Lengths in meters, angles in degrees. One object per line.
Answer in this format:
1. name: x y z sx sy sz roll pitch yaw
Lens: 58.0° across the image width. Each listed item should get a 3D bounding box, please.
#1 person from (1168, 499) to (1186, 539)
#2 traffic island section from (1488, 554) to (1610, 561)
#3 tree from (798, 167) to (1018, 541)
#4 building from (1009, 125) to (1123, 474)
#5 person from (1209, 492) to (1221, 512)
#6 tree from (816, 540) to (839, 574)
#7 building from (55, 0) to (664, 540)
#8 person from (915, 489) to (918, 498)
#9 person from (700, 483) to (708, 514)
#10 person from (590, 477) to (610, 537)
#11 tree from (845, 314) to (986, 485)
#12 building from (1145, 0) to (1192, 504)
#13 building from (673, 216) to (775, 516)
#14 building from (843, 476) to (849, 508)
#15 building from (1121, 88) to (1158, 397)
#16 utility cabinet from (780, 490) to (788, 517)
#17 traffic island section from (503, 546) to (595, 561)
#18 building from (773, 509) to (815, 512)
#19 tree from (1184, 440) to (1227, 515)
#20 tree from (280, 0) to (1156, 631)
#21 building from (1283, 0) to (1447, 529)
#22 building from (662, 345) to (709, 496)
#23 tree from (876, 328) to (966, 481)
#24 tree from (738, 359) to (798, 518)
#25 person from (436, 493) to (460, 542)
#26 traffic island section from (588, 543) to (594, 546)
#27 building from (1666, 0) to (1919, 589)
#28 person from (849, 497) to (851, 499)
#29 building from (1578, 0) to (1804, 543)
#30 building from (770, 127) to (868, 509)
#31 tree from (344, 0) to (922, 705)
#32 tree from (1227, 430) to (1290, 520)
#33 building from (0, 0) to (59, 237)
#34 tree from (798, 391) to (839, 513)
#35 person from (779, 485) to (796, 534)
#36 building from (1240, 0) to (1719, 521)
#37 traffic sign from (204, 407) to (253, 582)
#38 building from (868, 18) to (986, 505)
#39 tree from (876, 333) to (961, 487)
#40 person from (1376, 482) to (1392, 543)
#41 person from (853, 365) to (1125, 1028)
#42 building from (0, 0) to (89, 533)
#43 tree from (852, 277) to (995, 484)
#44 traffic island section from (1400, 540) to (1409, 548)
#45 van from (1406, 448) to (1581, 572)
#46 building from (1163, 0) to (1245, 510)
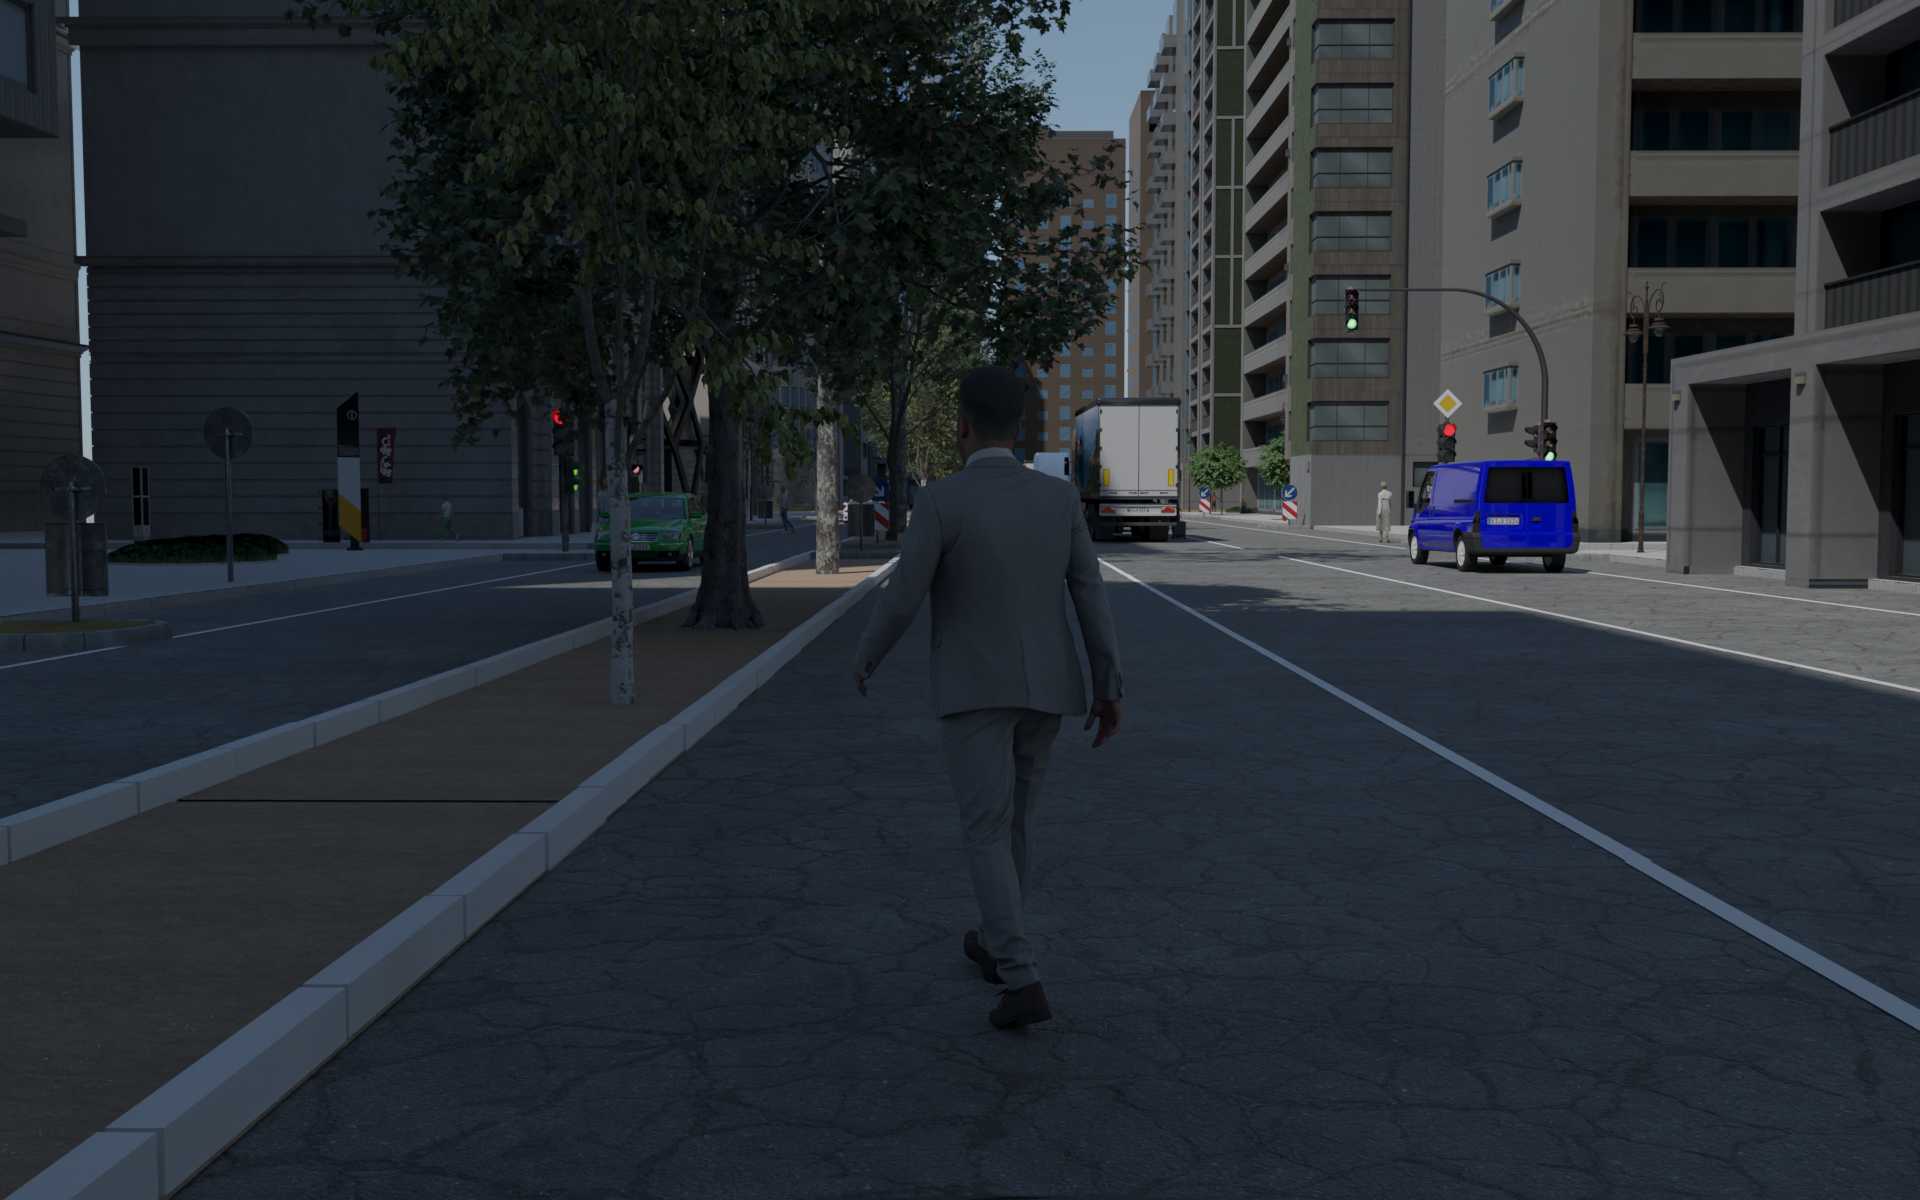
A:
1. person: 6.950 -2.885 55.890 0.699 1.804 1.509 0 4 8
2. traffic island section: 12.907 -0.986 38.409 2.009 0.180 2.903 0 4 1
3. tree: -1.927 -7.513 51.044 9.928 11.665 9.643 0 3 0
4. building: 12.622 -34.437 213.163 14.200 45.320 14.600 0 4 1
5. person: 18.286 -7.054 124.630 1.065 1.426 0.557 -1 4 -13
6. tree: -3.564 -10.569 31.143 12.611 20.169 13.585 0 3 0
7. building: -18.163 -13.293 59.145 13.314 21.916 24.055 0 4 1
8. person: -3.135 -7.409 129.652 0.705 1.822 1.348 -2 4 -26
9. person: -7.930 -2.729 53.524 0.834 1.777 0.661 0 4 1
10. person: -7.416 -1.671 36.174 0.694 1.780 0.624 2 4 33
11. tree: -1.583 -8.976 83.625 8.767 10.594 7.601 0 4 1
12. building: 29.710 -33.438 166.322 23.786 49.044 30.456 0 4 1
13. building: -16.986 -14.592 103.213 10.561 19.102 19.286 0 4 1
14. building: -27.061 -28.793 162.646 32.217 40.220 23.993 0 4 1
15. building: 25.827 -32.946 188.773 14.600 45.320 14.200 0 4 1
16. utility cabinet: -9.908 -5.417 97.239 0.318 1.500 1.173 0 4 2
17. traffic island section: -8.832 -1.004 38.690 2.009 0.180 2.903 0 4 1
18. building: -20.858 -36.327 135.953 21.231 58.520 28.212 0 4 1
19. tree: 15.836 -7.405 104.777 4.285 4.588 4.351 0 3 0
20. tree: -2.531 -6.052 18.422 9.611 12.733 9.660 0 3 0
21. building: 21.272 -18.602 75.851 14.160 30.474 14.107 0 4 1
22. building: -20.226 -12.979 79.664 16.820 18.784 16.811 0 4 1
23. tree: -1.340 -11.124 102.467 7.486 12.596 7.792 0 3 0
24. tree: -11.029 -8.611 91.160 4.360 8.622 3.978 0 3 0
25. person: -13.707 -2.207 46.370 0.590 1.304 0.306 0 4 -3
26. traffic island section: -8.731 -1.492 46.674 2.009 0.180 2.903 0 4 1
27. building: 22.979 -35.525 19.088 20.563 71.187 20.611 0 4 1
28. person: -9.410 -8.932 152.173 0.705 1.812 1.348 2 4 26
29. building: 27.111 -26.346 54.460 21.600 48.544 21.300 0 4 1
30. building: -24.222 -39.368 185.667 28.212 58.520 21.231 0 4 1
31. tree: -2.255 -3.576 11.282 4.737 8.622 4.395 0 3 0
32. tree: 16.204 -6.292 86.592 4.285 4.588 4.351 0 3 0
33. building: -31.774 -26.444 21.599 27.495 52.752 28.713 0 4 1
34. tree: -10.009 -10.246 117.876 4.360 8.622 3.978 0 3 0
35. person: -6.219 -3.264 62.539 0.598 1.740 0.731 0 4 -7
36. building: 28.790 -29.193 101.012 21.300 48.544 21.600 0 4 1
37. traffic sign: -10.684 -1.541 25.295 0.768 2.556 0.104 0 4 7
38. building: -9.945 -55.206 215.291 31.000 86.520 22.319 0 4 1
39. tree: -1.614 -7.333 72.710 4.360 8.622 3.978 0 3 0
40. person: 12.511 -2.584 50.977 0.478 1.798 0.641 0 4 2
41. person: 0.098 0.239 4.860 0.678 1.792 0.850 -1 4 -22
42. building: -46.168 -13.585 55.393 30.059 22.955 16.112 0 4 1
43. tree: -1.678 -11.251 93.061 9.857 13.997 8.962 0 3 0
44. traffic island section: 13.009 -1.475 46.393 2.009 0.180 2.903 0 4 1
45. van: 10.143 -1.778 33.455 2.240 2.365 5.245 0 4 0
46. building: 27.980 -42.931 140.180 20.563 71.187 20.611 0 4 1
